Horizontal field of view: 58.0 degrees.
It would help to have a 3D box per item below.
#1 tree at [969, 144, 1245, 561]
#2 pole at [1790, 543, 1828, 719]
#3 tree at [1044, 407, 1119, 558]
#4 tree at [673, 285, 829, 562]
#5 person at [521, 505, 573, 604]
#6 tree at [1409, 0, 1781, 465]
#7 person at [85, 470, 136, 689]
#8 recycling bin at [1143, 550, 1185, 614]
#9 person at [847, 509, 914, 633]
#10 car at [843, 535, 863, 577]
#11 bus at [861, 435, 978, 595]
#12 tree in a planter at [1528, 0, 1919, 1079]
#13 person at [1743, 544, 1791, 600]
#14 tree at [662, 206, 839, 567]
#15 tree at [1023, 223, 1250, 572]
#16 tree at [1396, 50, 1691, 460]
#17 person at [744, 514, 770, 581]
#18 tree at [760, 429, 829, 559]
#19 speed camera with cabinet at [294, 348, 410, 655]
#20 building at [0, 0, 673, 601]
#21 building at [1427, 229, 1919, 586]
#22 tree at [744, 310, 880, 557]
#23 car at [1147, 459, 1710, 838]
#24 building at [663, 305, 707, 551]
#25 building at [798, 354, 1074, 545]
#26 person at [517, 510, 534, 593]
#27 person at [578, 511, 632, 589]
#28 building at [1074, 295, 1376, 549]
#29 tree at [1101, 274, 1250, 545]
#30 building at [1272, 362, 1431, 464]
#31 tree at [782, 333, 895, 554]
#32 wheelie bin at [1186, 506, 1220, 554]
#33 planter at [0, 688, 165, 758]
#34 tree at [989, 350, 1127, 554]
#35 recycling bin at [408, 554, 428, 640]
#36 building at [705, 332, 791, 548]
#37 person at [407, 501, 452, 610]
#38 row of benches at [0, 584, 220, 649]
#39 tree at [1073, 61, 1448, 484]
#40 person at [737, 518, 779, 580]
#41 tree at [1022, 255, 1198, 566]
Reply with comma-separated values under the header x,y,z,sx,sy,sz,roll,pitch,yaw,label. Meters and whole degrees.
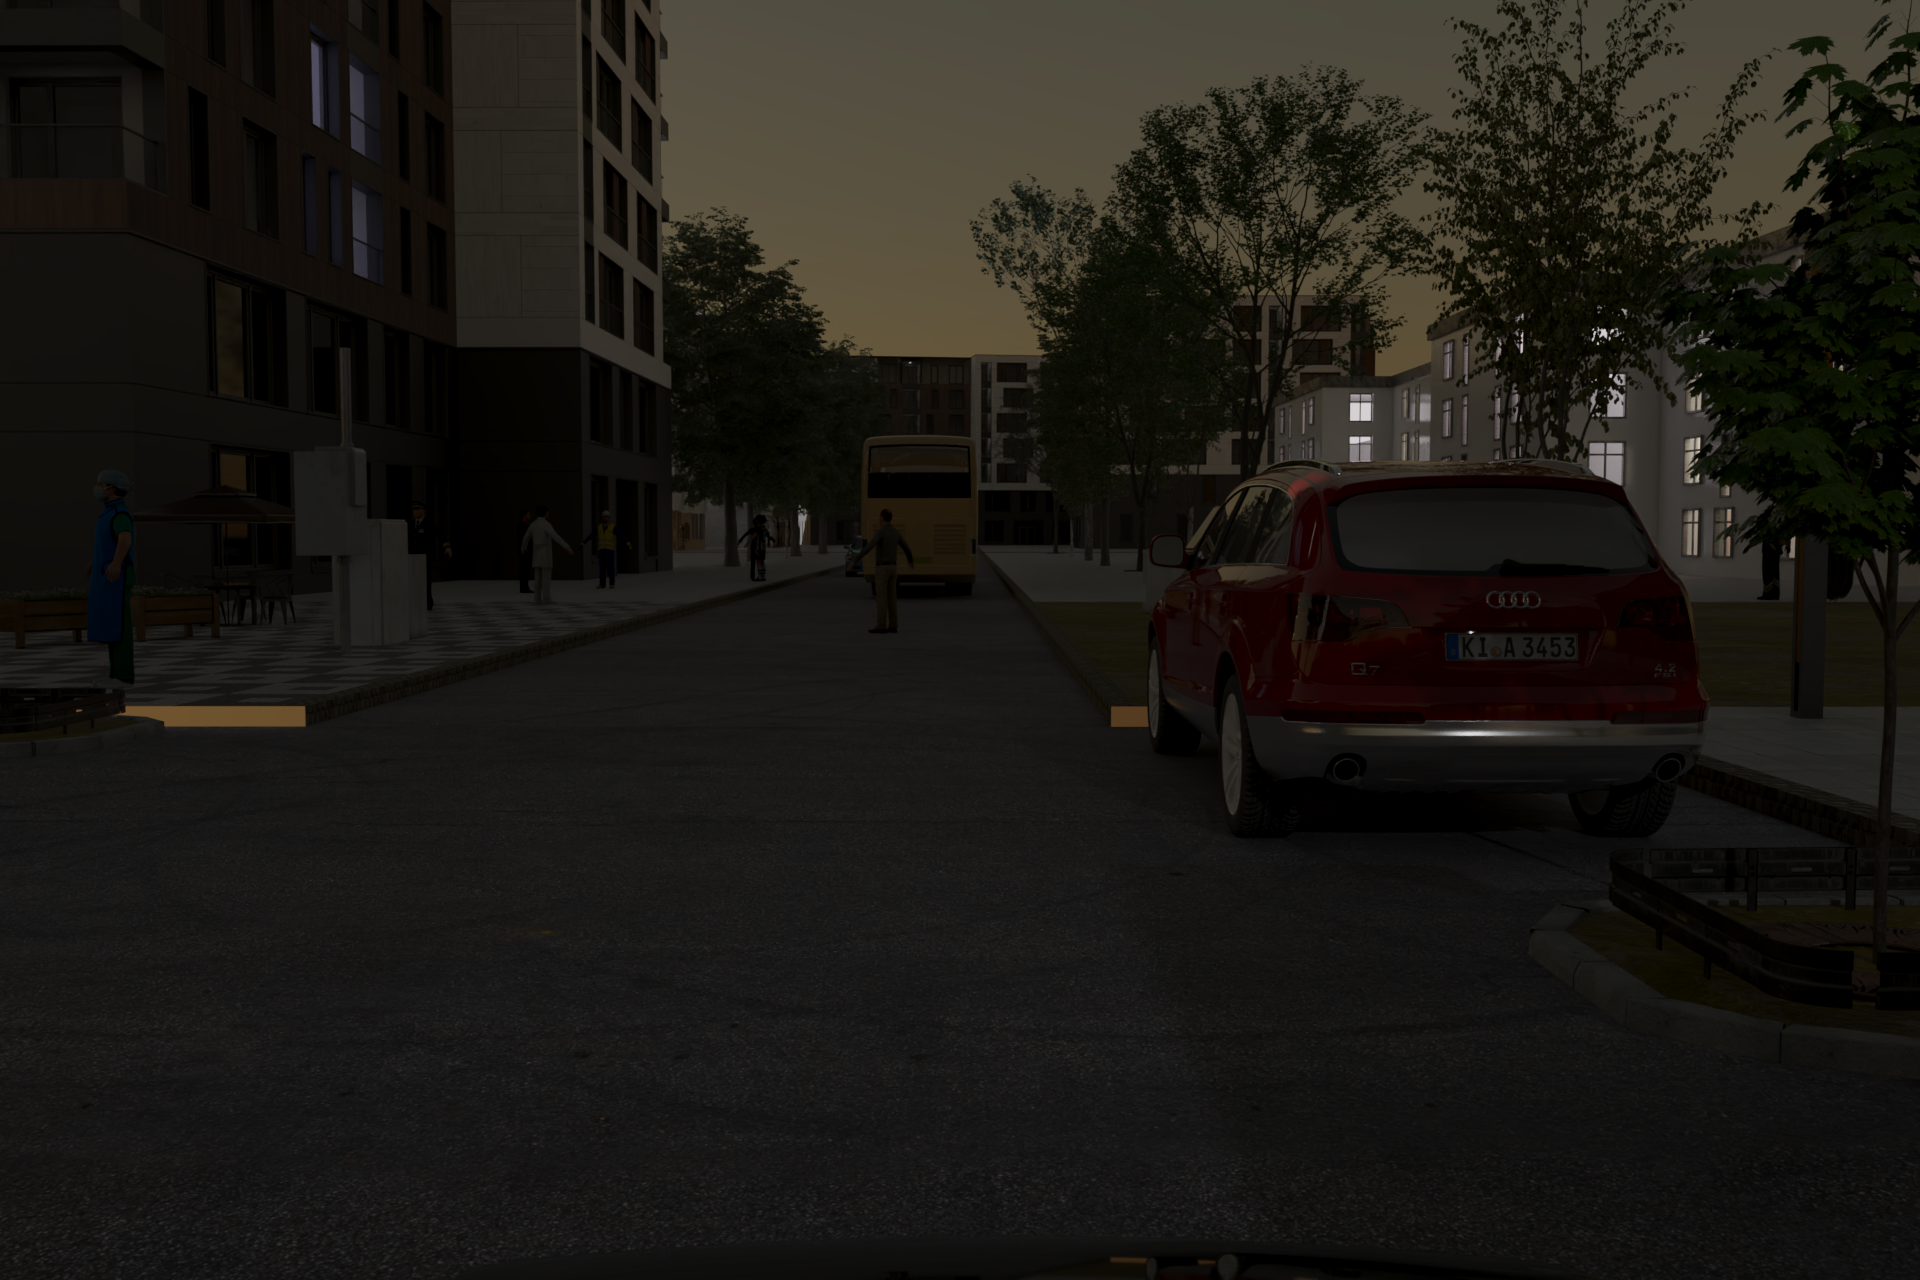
x,y,z,sx,sy,sz,roll,pitch,yaw,label
7.574,-13.856,82.439,12.611,20.169,13.585,0,3,0,tree
5.915,-1.111,12.002,0.158,3.312,0.155,0,3,0,pole
5.936,-8.786,94.014,4.360,8.622,3.978,0,3,0,tree
-10.066,-9.880,79.661,7.486,12.596,7.792,0,3,0,tree
-7.662,-1.573,31.901,1.347,1.806,0.705,2,4,35,person
7.806,-4.369,21.801,4.737,8.622,4.395,0,3,0,tree
-7.083,-0.509,14.449,0.704,1.817,1.347,-2,4,-34,person
3.345,-0.944,27.996,0.722,1.027,0.722,0,4,1,recycling bin
-1.092,-1.001,25.099,0.705,1.796,1.348,3,5,42,person
-2.985,-2.916,59.674,2.014,1.417,4.499,0,4,0,car
-0.901,-3.175,43.454,2.896,3.916,12.252,0,4,0,bus
2.924,-0.500,5.403,1.991,3.239,1.994,0,3,0,tree in a planter
15.761,-1.707,33.690,1.354,1.856,0.705,-2,4,-29,person
-8.943,-9.855,67.784,9.857,13.997,8.962,0,3,0,tree
6.124,-8.137,58.788,9.928,11.665,9.643,0,3,0,tree
9.056,-4.705,27.293,4.737,8.622,4.395,0,3,0,tree
-5.434,-2.496,46.947,0.704,1.843,1.345,1,4,22,person
-8.863,-8.390,87.541,4.360,8.622,3.978,0,3,0,tree
-6.720,-1.519,19.175,0.660,3.252,2.038,0,4,0,speed camera with cabinet
-24.342,-12.307,45.199,27.936,21.610,32.646,0,4,1,building
23.321,-6.965,56.029,9.099,9.664,28.070,0,4,0,building
-9.350,-11.698,97.923,9.857,13.997,8.962,0,3,0,tree
2.275,-0.064,9.716,2.281,1.827,5.304,0,4,0,car
-26.375,-16.905,132.812,16.016,20.090,11.380,0,4,0,building
-2.556,-22.168,208.874,32.646,21.610,27.936,-1,4,-9,building
-9.425,-1.921,37.633,0.704,1.802,1.346,-2,4,-26,person
-8.343,-2.132,40.825,1.349,1.833,0.705,1,4,13,person
24.644,-19.616,164.689,27.936,21.610,32.646,0,4,1,building
6.503,-5.975,48.061,4.360,8.622,3.978,0,3,0,tree
23.667,-9.179,92.218,9.099,9.664,28.070,0,3,0,building
-8.888,-12.479,110.691,9.857,13.997,8.962,0,3,0,tree
2.895,-0.703,19.400,0.693,1.594,0.980,0,4,-1,wheelie bin
-6.715,0.561,11.969,1.991,0.319,1.994,0,4,0,planter
6.357,-12.382,112.822,12.009,13.543,11.850,0,3,0,tree
-7.016,-0.536,21.313,0.722,1.027,0.722,0,4,-1,recycling bin
-26.297,-20.566,167.182,19.493,23.208,18.063,0,3,0,building
-9.102,-1.421,29.166,1.347,1.837,0.705,1,4,18,person
-10.523,-0.268,19.845,1.422,0.672,4.104,2,4,33,row of benches
6.509,-6.886,38.342,9.928,11.665,9.643,0,3,0,tree
-5.641,-2.541,48.269,1.216,1.740,0.721,1,4,9,person
6.074,-9.246,69.301,7.486,12.596,7.792,0,3,0,tree
